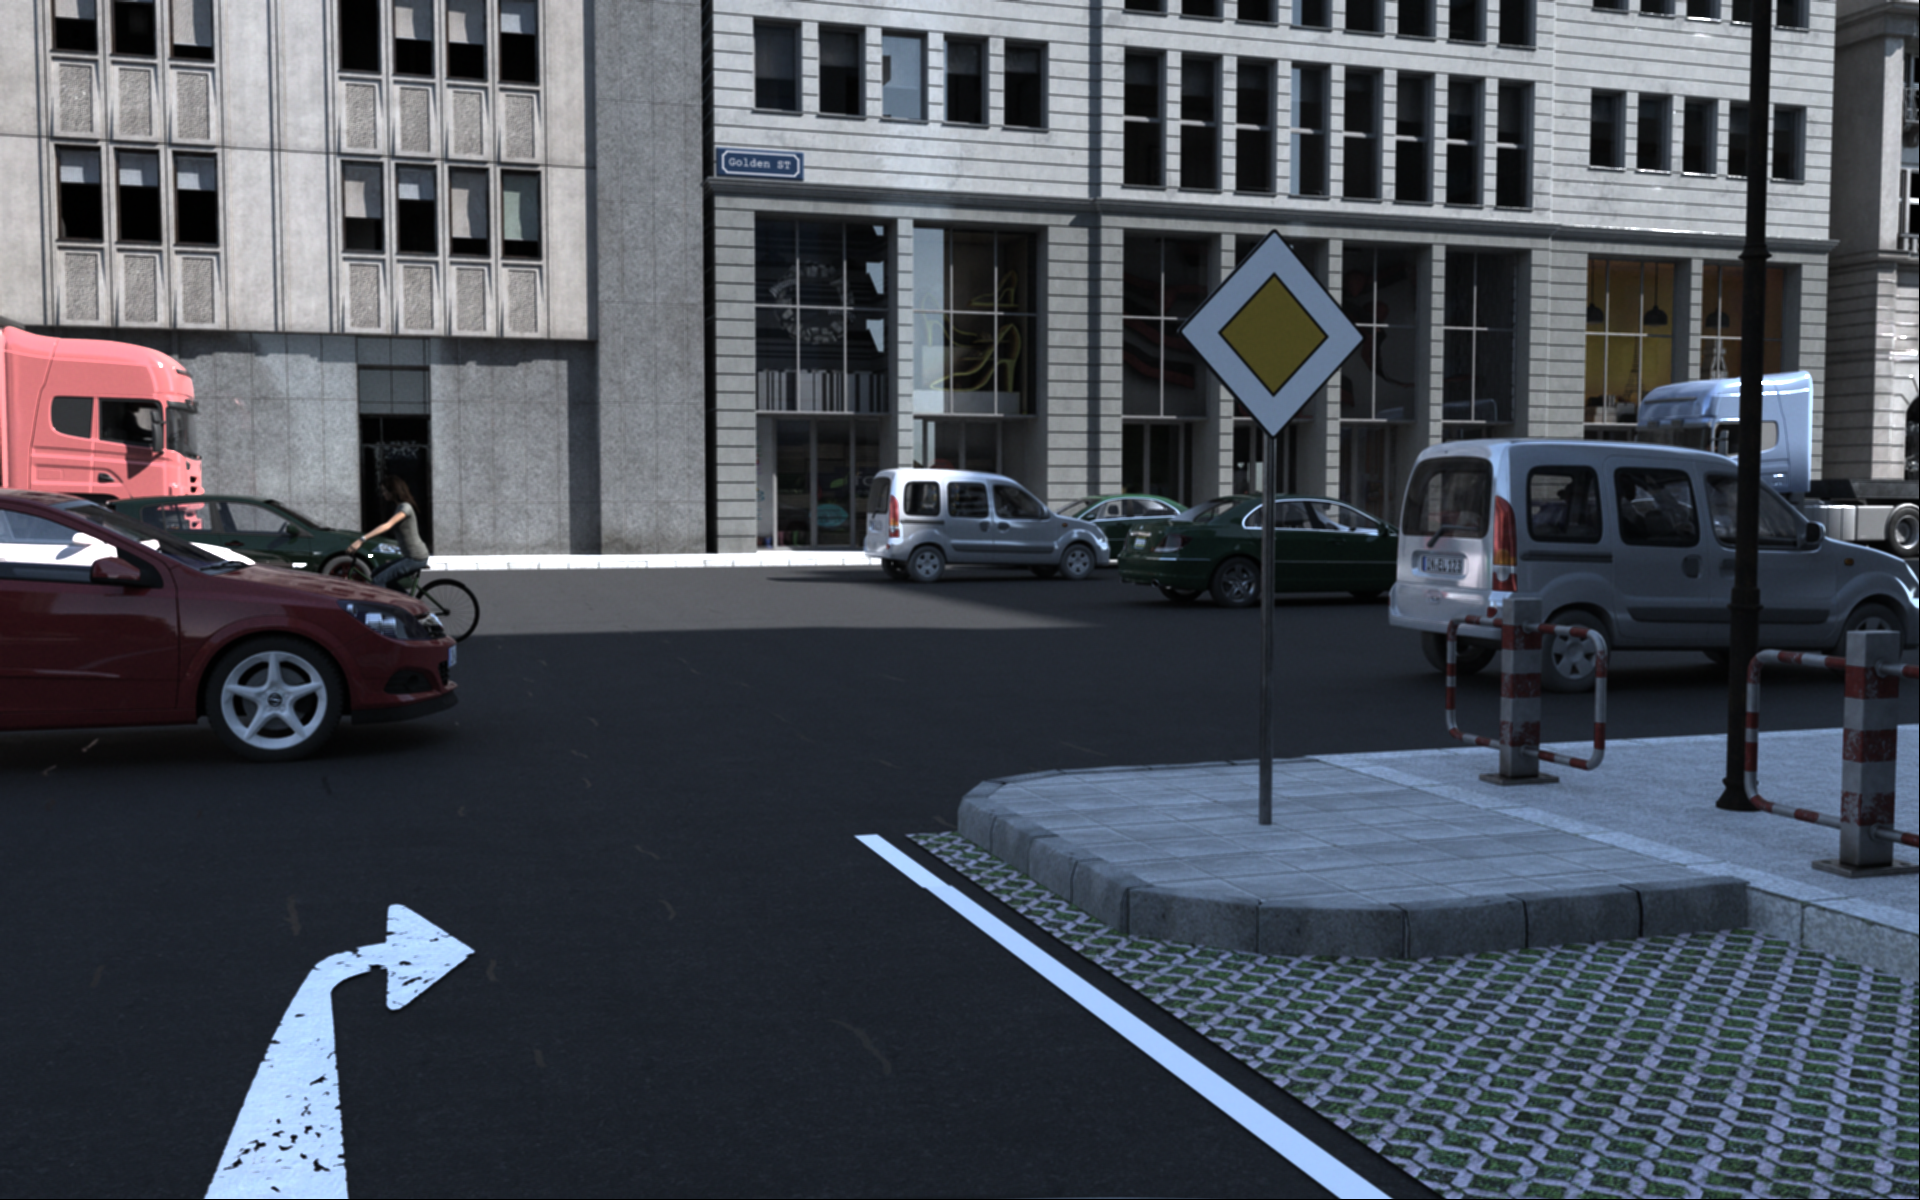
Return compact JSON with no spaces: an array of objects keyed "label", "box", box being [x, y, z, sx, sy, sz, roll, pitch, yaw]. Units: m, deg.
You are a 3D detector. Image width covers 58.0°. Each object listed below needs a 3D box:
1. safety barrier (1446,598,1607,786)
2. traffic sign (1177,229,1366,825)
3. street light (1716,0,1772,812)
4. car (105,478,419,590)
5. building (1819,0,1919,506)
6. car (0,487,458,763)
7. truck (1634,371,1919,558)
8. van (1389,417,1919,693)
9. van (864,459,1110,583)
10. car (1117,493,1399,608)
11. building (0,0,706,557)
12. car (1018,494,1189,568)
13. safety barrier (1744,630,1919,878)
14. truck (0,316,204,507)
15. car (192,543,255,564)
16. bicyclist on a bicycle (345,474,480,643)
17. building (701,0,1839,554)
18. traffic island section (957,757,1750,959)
[{"label":"safety barrier","box":[2.496,0.402,7.710,0.300,0.817,1.120,-1,4,-18]},{"label":"traffic sign","box":[1.185,-0.185,6.674,0.795,2.450,0.064,-1,4,-18]},{"label":"street light","box":[3.189,-2.087,6.903,0.468,5.910,1.993,-1,4,-18]},{"label":"car","box":[-9.353,-0.798,22.838,4.222,1.686,2.009,-1,4,-17]},{"label":"building","box":[33.898,-13.072,55.535,24.055,21.916,13.314,-1,4,-18]},{"label":"car","box":[-5.142,-0.036,9.635,4.494,1.783,2.155,-1,4,-17]},{"label":"truck","box":[23.722,-3.106,40.536,18.799,4.110,2.967,-1,4,-17]},{"label":"van","box":[5.486,-0.399,13.532,4.112,2.044,2.013,-1,4,-16]},{"label":"van","box":[0.487,-1.347,29.039,4.112,2.044,2.013,-1,4,-19]},{"label":"car","box":[4.523,-0.682,22.953,4.920,1.459,2.131,-1,4,-18]},{"label":"building","box":[-16.704,-13.500,38.754,19.932,24.808,12.078,-1,4,-18]},{"label":"car","box":[2.840,-1.357,33.989,4.920,1.459,2.131,-1,4,-17]},{"label":"safety barrier","box":[3.086,0.514,5.877,0.300,0.817,1.120,-1,4,-18]},{"label":"truck","box":[-17.267,-2.326,26.948,11.283,4.237,2.839,-1,4,-16]},{"label":"car","box":[-10.366,-0.430,19.392,4.827,1.381,2.083,-1,4,-20]},{"label":"bicyclist on a bicycle","box":[-5.356,-0.382,16.262,1.625,1.676,1.499,-1,4,-16]},{"label":"building","box":[7.185,-16.406,45.733,29.804,29.767,11.434,-1,4,-18]},{"label":"traffic island section","box":[1.205,0.949,6.758,2.009,0.180,2.903,-1,4,-18]}]
